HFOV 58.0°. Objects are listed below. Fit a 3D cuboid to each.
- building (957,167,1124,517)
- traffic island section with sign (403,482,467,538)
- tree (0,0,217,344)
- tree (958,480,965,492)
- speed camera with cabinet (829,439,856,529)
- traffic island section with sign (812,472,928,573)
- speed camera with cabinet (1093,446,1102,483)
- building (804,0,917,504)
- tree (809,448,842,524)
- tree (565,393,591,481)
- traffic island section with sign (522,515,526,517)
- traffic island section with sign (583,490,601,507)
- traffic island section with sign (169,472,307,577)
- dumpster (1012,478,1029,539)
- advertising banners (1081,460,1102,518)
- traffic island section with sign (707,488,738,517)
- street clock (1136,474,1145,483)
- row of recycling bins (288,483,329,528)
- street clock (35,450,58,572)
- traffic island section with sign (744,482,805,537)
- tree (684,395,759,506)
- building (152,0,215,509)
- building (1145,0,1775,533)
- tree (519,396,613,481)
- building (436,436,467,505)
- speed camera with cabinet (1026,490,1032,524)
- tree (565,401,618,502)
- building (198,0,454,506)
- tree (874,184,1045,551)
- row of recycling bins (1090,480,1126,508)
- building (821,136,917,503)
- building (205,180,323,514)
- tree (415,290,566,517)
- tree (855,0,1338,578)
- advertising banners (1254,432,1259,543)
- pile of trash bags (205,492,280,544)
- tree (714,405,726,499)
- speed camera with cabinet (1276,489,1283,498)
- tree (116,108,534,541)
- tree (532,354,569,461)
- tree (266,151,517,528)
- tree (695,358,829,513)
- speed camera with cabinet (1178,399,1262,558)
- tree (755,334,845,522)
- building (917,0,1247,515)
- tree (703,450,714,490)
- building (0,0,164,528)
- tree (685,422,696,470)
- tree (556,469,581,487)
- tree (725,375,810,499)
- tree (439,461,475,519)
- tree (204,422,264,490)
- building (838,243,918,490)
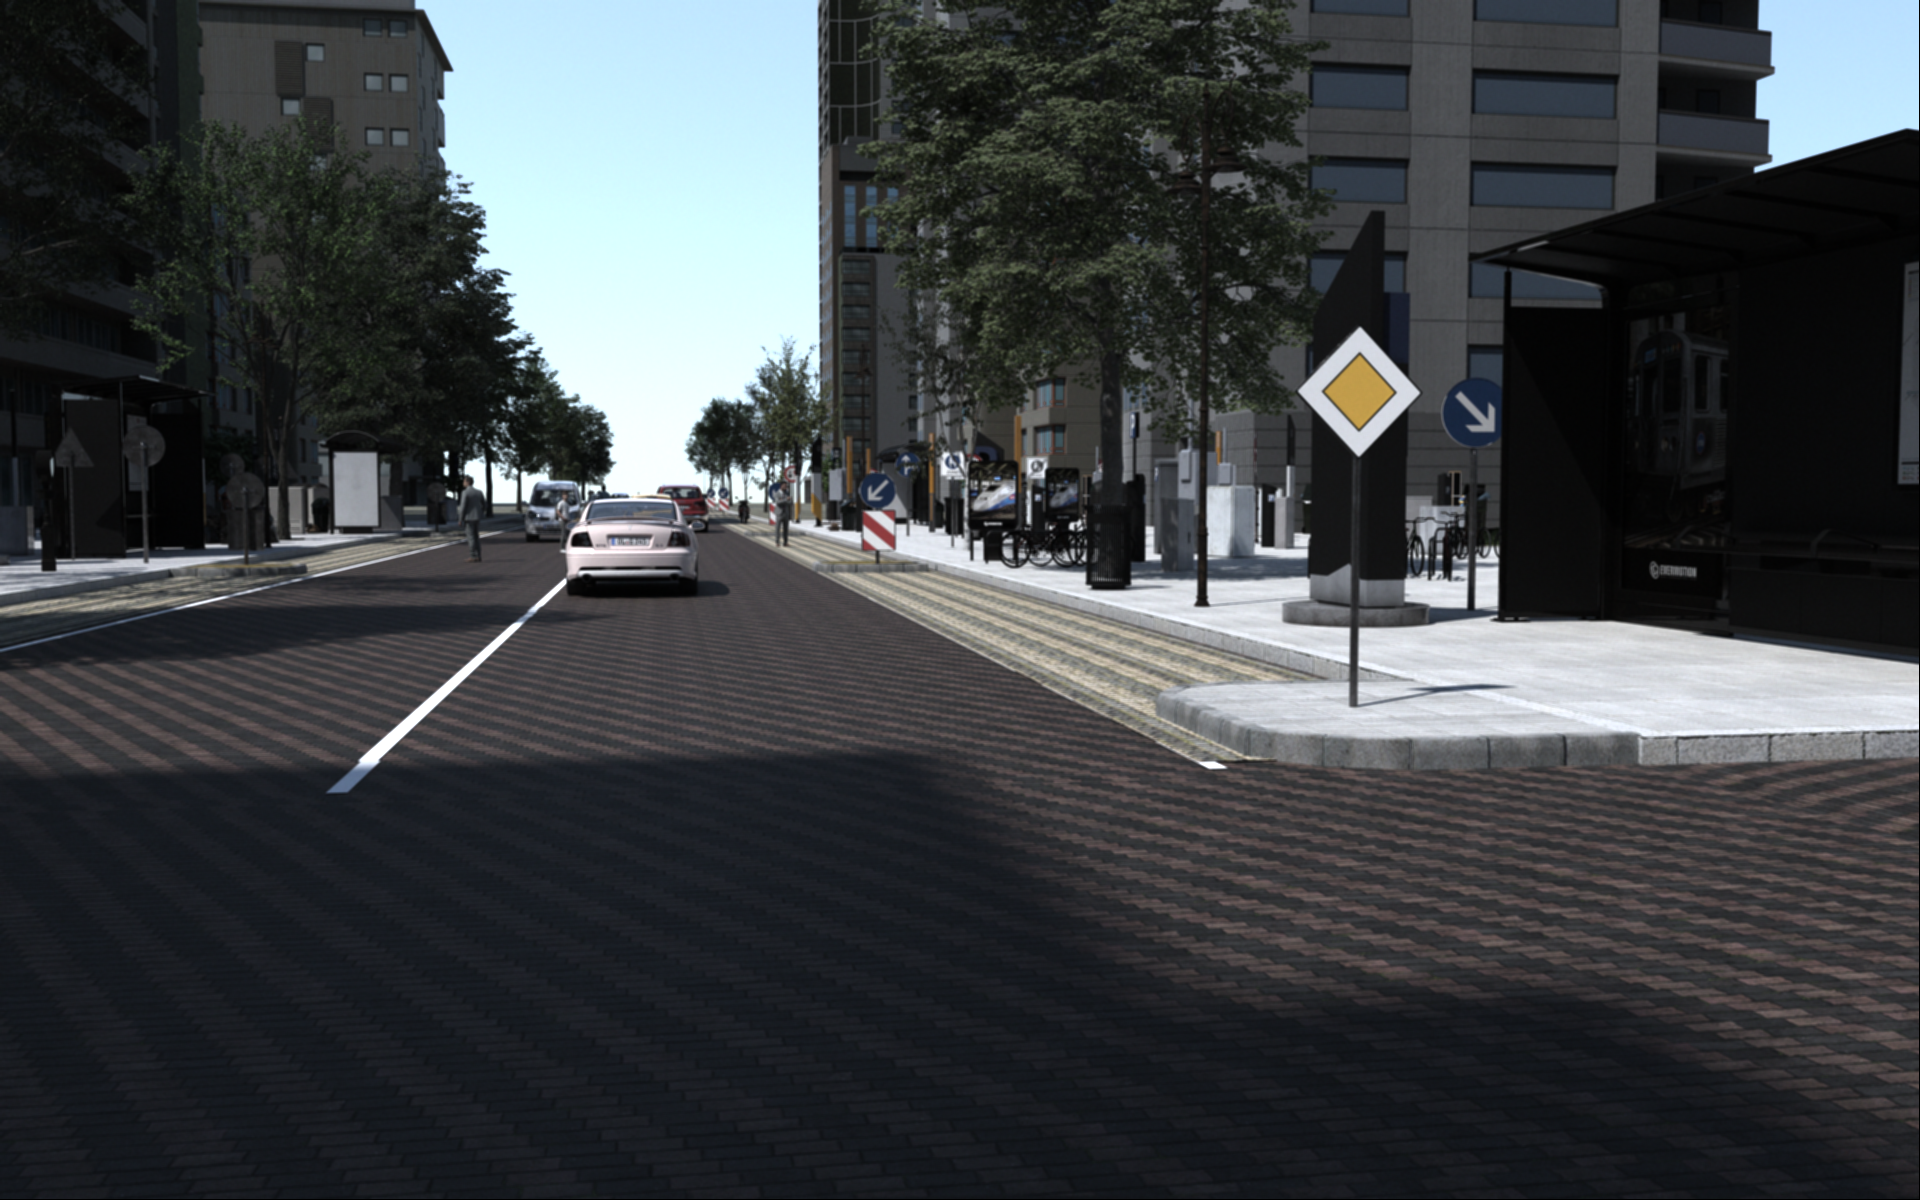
[{"bbox_3d":[15.894,-16.090,108.112,27.650,21.520,28.899,-1,4,-10],"label":"building"},{"bbox_3d":[-17.402,-2.998,57.642,1.989,1.847,2.006,-1,4,-10],"label":"traffic island section with sign"},{"bbox_3d":[-14.281,-5.455,23.597,8.767,10.594,7.601,0,4,3],"label":"tree"},{"bbox_3d":[0.599,-5.478,84.166,1.663,3.219,1.824,0,3,0],"label":"tree"},{"bbox_3d":[-4.045,-4.209,63.159,0.660,3.252,2.038,2,4,25],"label":"speed camera with cabinet"},{"bbox_3d":[-1.727,-1.446,32.278,1.989,1.847,2.006,-1,4,-10],"label":"traffic island section with sign"},{"bbox_3d":[6.003,-4.698,71.148,0.660,3.252,2.038,-1,4,-11],"label":"speed camera with cabinet"},{"bbox_3d":[-10.196,-48.697,234.440,20.563,71.187,20.611,-1,4,-10],"label":"building"},{"bbox_3d":[-5.668,-4.834,73.635,1.663,3.219,1.824,0,3,0],"label":"tree"},{"bbox_3d":[-40.604,-15.565,172.610,7.486,12.596,7.792,0,3,0],"label":"tree"},{"bbox_3d":[-25.926,-6.007,106.840,1.989,1.847,2.006,-1,4,-10],"label":"traffic island section with sign"},{"bbox_3d":[-40.071,-10.998,188.445,1.989,1.847,2.006,-1,4,-10],"label":"traffic island section with sign"},{"bbox_3d":[-12.748,-1.353,30.756,1.989,1.847,2.006,-1,4,-10],"label":"traffic island section with sign"},{"bbox_3d":[1.248,-2.729,50.370,1.264,1.857,1.865,-1,4,-10],"label":"dumpster"},{"bbox_3d":[6.326,-5.562,87.123,2.074,3.025,0.090,1,4,12],"label":"advertising banners"},{"bbox_3d":[-14.960,-6.119,108.673,1.989,1.847,2.006,-1,4,-10],"label":"traffic island section with sign"},{"bbox_3d":[6.361,-3.482,61.500,0.358,2.002,0.471,-1,4,-22],"label":"street clock"},{"bbox_3d":[-24.890,-3.585,65.730,1.069,1.692,3.534,-3,5,-42],"label":"row of recycling bins"},{"bbox_3d":[-15.130,-1.476,28.705,0.358,2.002,0.471,-1,4,-17],"label":"street clock"},{"bbox_3d":[-6.358,-3.084,59.057,1.989,1.847,2.006,-1,4,-10],"label":"traffic island section with sign"},{"bbox_3d":[-24.325,-15.689,182.268,9.928,11.665,9.643,0,3,0],"label":"tree"},{"bbox_3d":[-46.278,-24.554,85.057,14.154,41.232,14.086,-1,4,-10],"label":"building"},{"bbox_3d":[17.507,-32.310,70.262,21.231,58.520,28.212,-1,4,-10],"label":"building"},{"bbox_3d":[-37.290,-13.683,158.136,8.767,10.594,7.601,2,4,30],"label":"tree"},{"bbox_3d":[-77.141,-31.790,211.646,32.217,40.220,23.993,-1,4,-10],"label":"building"},{"bbox_3d":[2.309,-4.976,75.685,2.038,3.252,0.660,2,4,27],"label":"speed camera with cabinet"},{"bbox_3d":[-51.941,-20.304,238.629,9.857,13.997,8.962,0,3,0],"label":"tree"},{"bbox_3d":[-70.295,-36.522,186.368,28.713,52.752,27.495,-1,4,-10],"label":"building"},{"bbox_3d":[0.114,-5.443,39.359,4.360,8.622,3.978,0,3,0],"label":"tree"},{"bbox_3d":[4.343,-2.636,50.218,1.069,1.692,3.534,1,4,9],"label":"row of recycling bins"},{"bbox_3d":[-9.816,-34.713,217.664,14.600,45.320,14.200,-1,4,-10],"label":"building"},{"bbox_3d":[-56.344,-15.942,105.692,27.650,21.520,28.899,-1,4,-10],"label":"building"},{"bbox_3d":[-26.849,-10.932,96.867,7.486,12.596,7.792,0,3,0],"label":"tree"},{"bbox_3d":[1.901,-6.617,26.321,7.486,12.596,7.792,0,3,0],"label":"tree"},{"bbox_3d":[7.838,-3.034,45.786,0.090,3.025,2.074,0,4,8],"label":"advertising banners"},{"bbox_3d":[-19.494,-2.166,45.173,3.447,1.369,1.912,1,4,21],"label":"pile of trash bags"},{"bbox_3d":[-16.207,-11.043,130.915,4.360,8.622,3.978,0,3,0],"label":"tree"},{"bbox_3d":[8.612,-3.516,51.816,2.038,3.252,0.660,0,4,8],"label":"speed camera with cabinet"},{"bbox_3d":[-18.871,-7.461,47.747,9.928,11.665,9.643,0,3,0],"label":"tree"},{"bbox_3d":[-32.263,-12.300,126.854,9.928,11.665,9.643,0,3,0],"label":"tree"},{"bbox_3d":[-21.544,-9.726,65.673,9.857,13.997,8.962,0,3,0],"label":"tree"},{"bbox_3d":[-13.435,-11.320,119.498,8.767,10.594,7.601,-1,4,-11],"label":"tree"},{"bbox_3d":[5.252,-2.518,35.502,0.660,3.252,2.038,-2,4,-25],"label":"speed camera with cabinet"},{"bbox_3d":[-7.353,-7.883,79.245,4.737,8.622,4.395,0,3,0],"label":"tree"},{"bbox_3d":[7.207,-36.246,134.621,21.231,58.520,28.212,-1,4,-10],"label":"building"},{"bbox_3d":[-28.149,-15.415,202.390,4.360,8.622,3.978,0,3,0],"label":"tree"},{"bbox_3d":[-45.011,-27.030,65.650,21.300,48.544,21.600,-1,4,-10],"label":"building"},{"bbox_3d":[-23.446,-14.411,170.037,7.601,10.594,8.767,-1,4,-16],"label":"tree"},{"bbox_3d":[-41.114,-12.057,180.840,4.285,4.588,4.351,0,3,0],"label":"tree"},{"bbox_3d":[-10.950,-9.400,104.051,4.360,8.622,3.978,0,3,0],"label":"tree"},{"bbox_3d":[-25.825,-5.733,88.334,1.663,3.219,1.824,0,3,0],"label":"tree"},{"bbox_3d":[-33.298,-5.817,78.822,4.285,4.588,4.351,0,3,0],"label":"tree"},{"bbox_3d":[-7.499,-26.437,203.950,14.160,30.474,14.107,-1,4,-10],"label":"building"}]
